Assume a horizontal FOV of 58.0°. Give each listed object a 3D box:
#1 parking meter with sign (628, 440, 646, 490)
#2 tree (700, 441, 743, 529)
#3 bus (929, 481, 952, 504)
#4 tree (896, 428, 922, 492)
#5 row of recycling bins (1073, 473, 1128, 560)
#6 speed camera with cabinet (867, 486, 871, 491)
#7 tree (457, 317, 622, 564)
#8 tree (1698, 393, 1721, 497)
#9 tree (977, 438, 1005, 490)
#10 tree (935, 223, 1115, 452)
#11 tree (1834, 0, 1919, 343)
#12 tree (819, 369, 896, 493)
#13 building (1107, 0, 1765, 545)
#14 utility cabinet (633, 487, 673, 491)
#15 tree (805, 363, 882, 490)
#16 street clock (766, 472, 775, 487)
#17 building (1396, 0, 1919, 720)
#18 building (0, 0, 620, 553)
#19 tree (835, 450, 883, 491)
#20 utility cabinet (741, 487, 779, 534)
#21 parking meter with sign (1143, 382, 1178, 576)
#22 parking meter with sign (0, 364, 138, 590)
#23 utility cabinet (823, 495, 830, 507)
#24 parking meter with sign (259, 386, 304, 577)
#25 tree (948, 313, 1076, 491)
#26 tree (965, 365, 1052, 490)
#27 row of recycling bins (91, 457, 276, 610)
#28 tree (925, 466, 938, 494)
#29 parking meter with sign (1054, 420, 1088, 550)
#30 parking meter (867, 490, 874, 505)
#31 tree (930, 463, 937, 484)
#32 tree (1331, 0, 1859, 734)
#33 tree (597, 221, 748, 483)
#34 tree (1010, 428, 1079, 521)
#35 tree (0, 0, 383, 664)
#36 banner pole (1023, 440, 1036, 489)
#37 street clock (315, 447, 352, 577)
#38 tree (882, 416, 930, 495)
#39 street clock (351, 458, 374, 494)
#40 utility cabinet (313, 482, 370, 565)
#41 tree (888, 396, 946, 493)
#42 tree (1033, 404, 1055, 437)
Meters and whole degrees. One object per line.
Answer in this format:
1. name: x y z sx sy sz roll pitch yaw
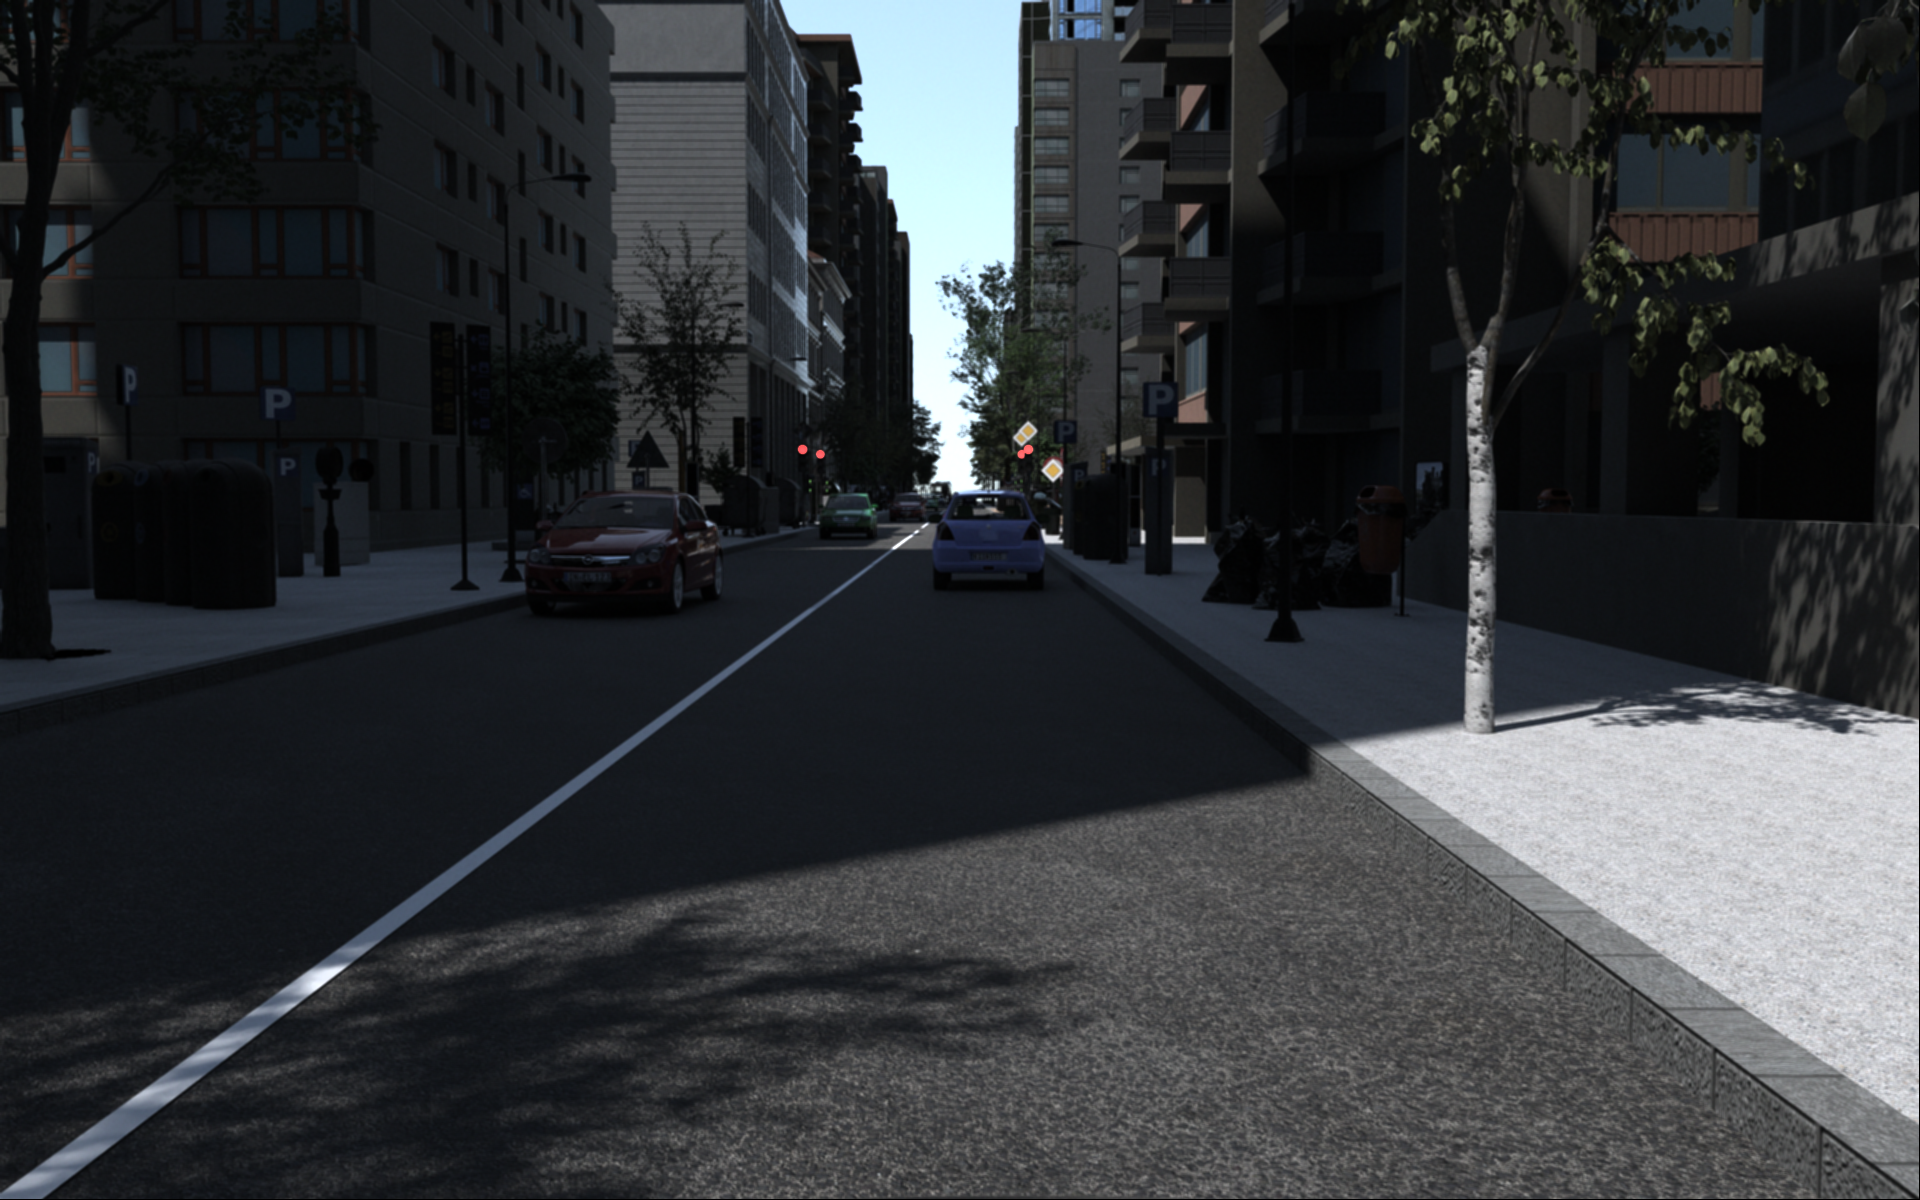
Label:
1. parking meter with sign: -10.271 -3.608 55.252 0.543 3.016 1.738 -1 4 -12
2. tree: -8.610 -4.203 63.322 1.663 3.219 1.824 0 3 0
3. bus: -2.664 -15.357 245.949 2.948 3.499 13.247 0 4 2
4. tree: -6.267 -11.512 138.581 4.737 8.622 4.395 0 3 0
5. row of recycling bins: 2.893 -1.724 35.307 1.069 1.692 3.534 0 3 0
6. speed camera with cabinet: -7.419 -9.100 143.121 0.660 3.252 2.038 1 4 18
7. tree: -7.817 -2.983 32.491 4.285 4.588 4.351 0 3 0
8. tree: 11.919 -2.067 28.405 1.663 3.219 1.824 0 3 0
9. tree: 3.661 -15.250 199.703 4.360 8.622 3.978 0 3 0
10. tree: 4.459 -16.272 121.934 12.611 20.169 13.585 0 3 0
11. tree: 2.710 -3.180 2.358 4.360 8.622 3.978 0 3 0
12. tree: -6.667 -9.312 102.620 4.737 8.622 4.395 0 3 0
13. building: 16.026 -24.052 47.869 22.147 44.769 28.867 0 4 0
14. utility cabinet: -9.158 -2.633 51.735 1.173 1.500 0.318 1 4 19
15. tree: -6.683 -8.964 96.918 4.360 8.622 3.978 0 3 0
16. street clock: -6.183 -3.174 56.470 0.358 2.002 0.471 0 4 3
17. building: 21.582 -19.678 13.619 32.217 40.220 23.993 0 4 0
18. building: -27.283 -12.584 50.785 28.899 21.520 27.650 0 4 0
19. tree: -7.062 -8.401 121.062 4.285 4.588 4.351 0 3 0
20. utility cabinet: -6.409 -2.870 55.603 1.173 1.500 0.318 -1 4 -21
21. parking meter with sign: 3.223 -1.933 27.864 0.543 3.016 1.738 0 4 7
22. parking meter with sign: -12.081 -1.660 23.407 1.738 3.016 0.543 0 4 -6
23. utility cabinet: -5.957 -4.086 77.971 0.306 1.237 1.020 0 4 5
24. parking meter with sign: -10.726 -1.911 27.499 0.543 3.016 1.738 -2 4 -27
25. tree: 3.154 -10.644 99.782 9.928 11.665 9.643 0 3 0
26. tree: 4.309 -14.195 150.221 7.486 12.596 7.792 0 3 0
27. row of recycling bins: -9.205 -0.820 20.520 3.534 1.692 1.069 3 5 42
28. tree: -5.803 -21.264 298.026 4.737 8.622 4.395 0 3 0
29. parking meter with sign: 2.661 -2.690 40.242 0.543 3.016 1.738 -1 4 -11
30. parking meter: -5.813 -6.398 113.014 0.372 1.533 0.369 0 3 0
31. tree: -5.746 -14.789 192.166 4.360 8.622 3.978 0 3 0
32. tree: 2.788 -3.576 8.833 4.737 8.622 4.395 0 3 0
33. tree: -7.420 -5.850 46.006 4.360 8.622 3.978 0 3 0
34. tree: 4.224 -6.109 83.603 4.285 4.588 4.351 0 3 0
35. tree: -7.189 -5.353 13.283 9.928 11.665 9.643 0 3 0
36. banner pole: 3.249 -5.530 80.427 0.863 3.779 0.401 -1 4 -19
37. street clock: -9.777 -1.366 26.903 0.358 2.002 0.471 0 4 6
38. tree: -5.963 -13.039 163.554 4.360 8.622 3.978 0 3 0
39. street clock: -12.180 -1.878 35.271 0.471 2.002 0.358 -2 4 -30
40. utility cabinet: -11.129 -1.375 31.158 0.318 1.500 1.173 1 4 17
41. tree: -6.907 -19.455 224.744 9.857 13.997 8.962 0 3 0
42. tree: 7.424 -11.317 135.389 4.360 8.622 3.978 0 3 0
